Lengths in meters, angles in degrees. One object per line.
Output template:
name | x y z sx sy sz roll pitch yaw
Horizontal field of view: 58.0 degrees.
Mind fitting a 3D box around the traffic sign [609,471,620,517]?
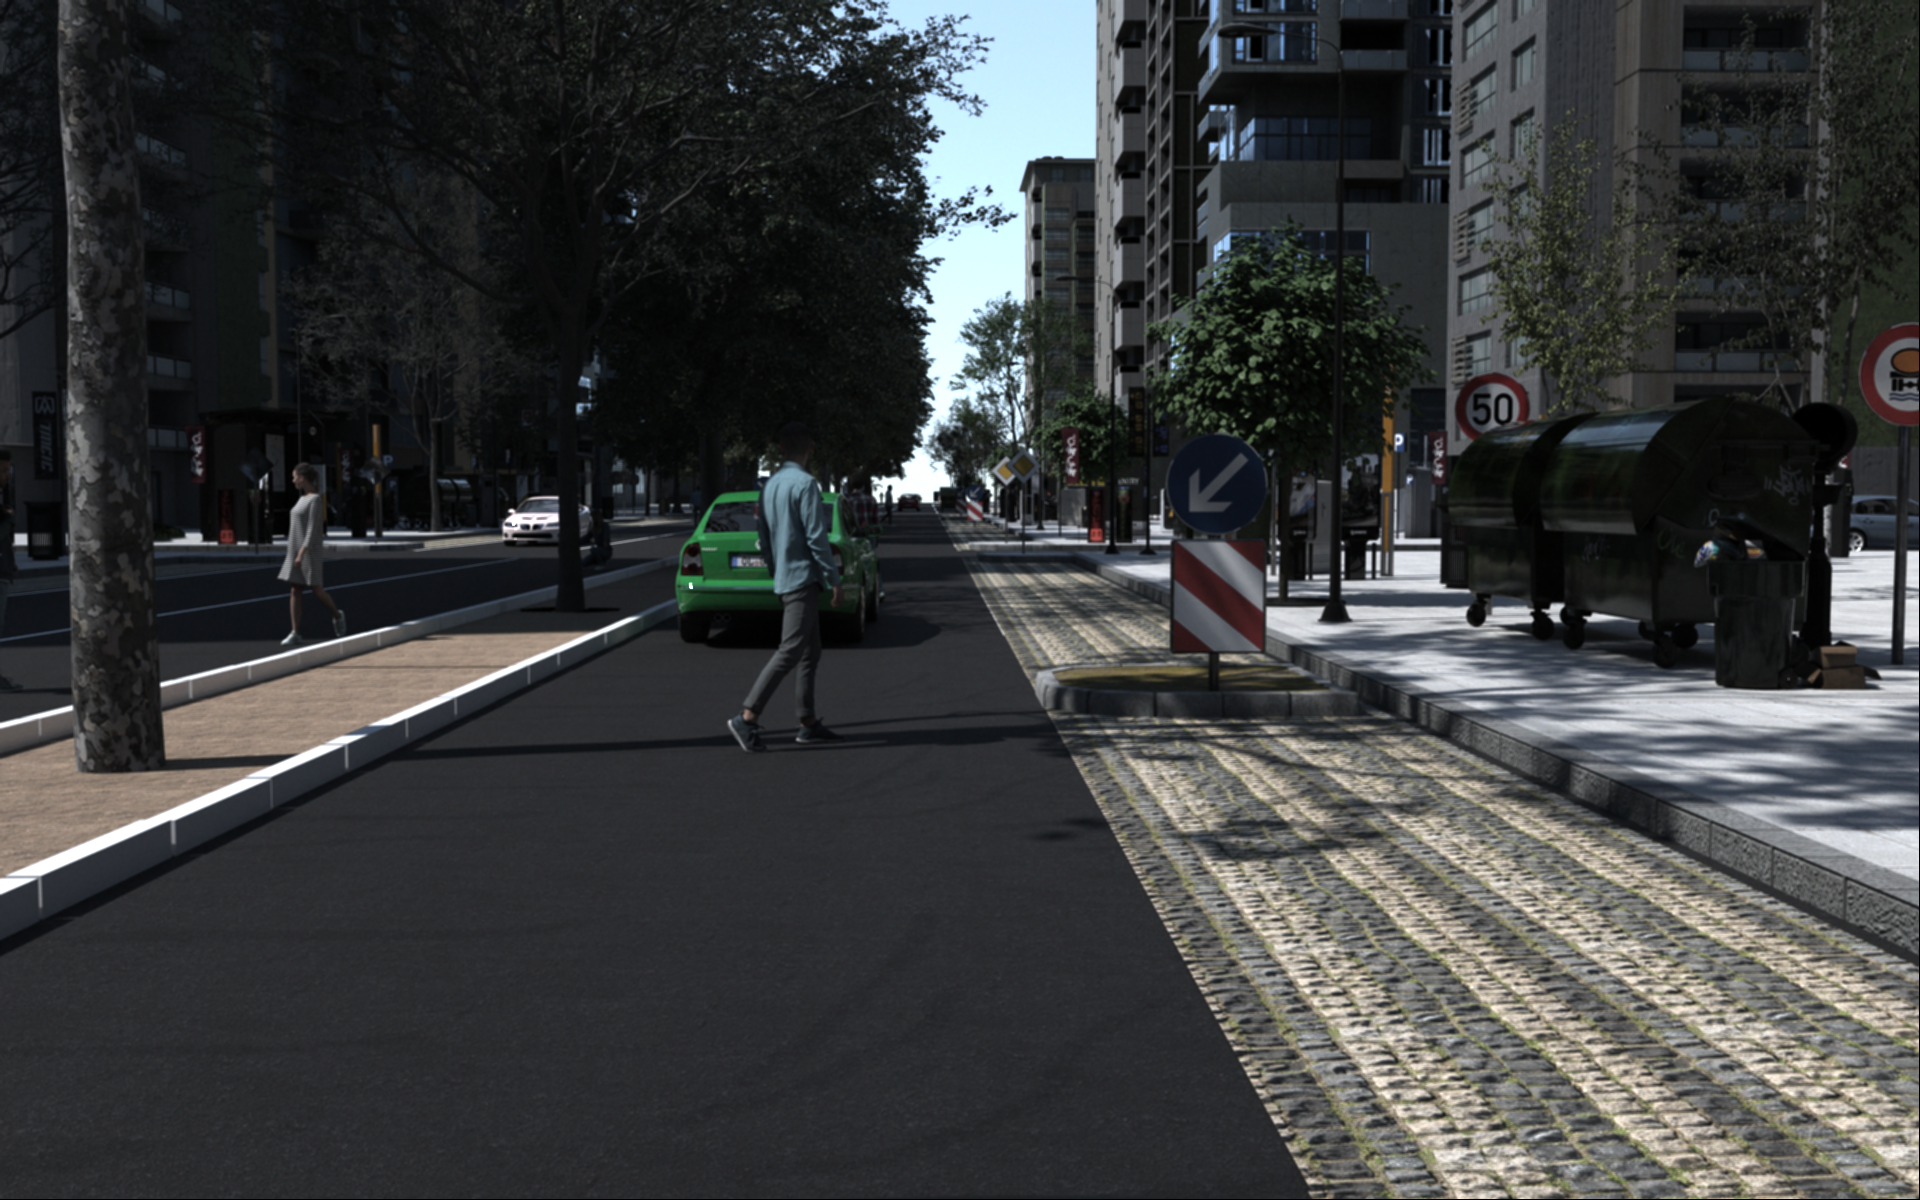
traffic sign | -18.858 -5.803 94.985 0.768 2.556 0.104 0 4 7

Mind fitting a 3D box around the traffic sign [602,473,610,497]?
traffic sign | -21.671 -6.515 106.631 0.768 2.556 0.104 0 4 2

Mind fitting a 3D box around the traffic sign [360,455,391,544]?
traffic sign | -15.136 -2.519 44.835 0.795 2.450 0.064 0 4 -1

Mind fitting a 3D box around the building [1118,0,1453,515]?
building | 22.071 -48.068 98.582 22.319 86.520 31.000 0 4 -1

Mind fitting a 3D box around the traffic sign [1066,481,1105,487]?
traffic sign | 4.664 -3.907 57.759 2.265 3.308 0.079 0 4 8

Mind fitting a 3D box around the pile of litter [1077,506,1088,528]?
pile of litter | 5.049 -3.172 65.834 1.176 0.858 1.719 0 4 4

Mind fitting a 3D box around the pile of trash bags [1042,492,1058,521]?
pile of trash bags | 4.709 -4.579 84.623 1.912 1.369 3.447 -1 4 -20

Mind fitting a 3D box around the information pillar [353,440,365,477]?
information pillar | -25.717 -5.062 74.120 0.504 3.616 0.183 -2 4 -26

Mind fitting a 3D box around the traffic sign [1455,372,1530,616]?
traffic sign | 5.585 -1.109 18.244 0.768 2.556 0.104 1 4 8

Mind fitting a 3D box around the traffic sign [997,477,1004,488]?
traffic sign | 2.391 -5.793 94.820 0.768 2.556 0.104 0 4 0

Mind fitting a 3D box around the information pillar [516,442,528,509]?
information pillar | -19.625 -5.274 77.586 0.504 3.616 0.183 -2 4 -26

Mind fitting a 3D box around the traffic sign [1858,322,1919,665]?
traffic sign | 7.063 -0.787 12.974 0.768 2.556 0.104 0 4 0

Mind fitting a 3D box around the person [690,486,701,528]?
person | -10.982 -3.892 72.474 0.601 1.785 0.444 1 4 13

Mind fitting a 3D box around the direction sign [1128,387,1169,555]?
direction sign | 3.980 -2.727 36.577 0.876 3.537 0.379 1 4 20

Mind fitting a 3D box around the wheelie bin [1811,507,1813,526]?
wheelie bin | 36.100 -3.963 72.697 0.693 1.594 0.980 3 5 43

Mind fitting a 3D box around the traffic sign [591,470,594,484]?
traffic sign | -19.563 -5.581 91.349 0.768 2.556 0.104 0 4 4

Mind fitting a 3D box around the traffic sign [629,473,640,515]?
traffic sign | -20.076 -6.507 106.495 0.768 2.556 0.104 0 4 2

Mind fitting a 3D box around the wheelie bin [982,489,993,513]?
wheelie bin | 1.736 -6.672 116.993 0.980 1.594 0.693 0 4 6

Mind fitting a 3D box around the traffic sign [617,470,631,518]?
traffic sign | -18.105 -5.705 93.386 0.768 2.556 0.104 0 4 2

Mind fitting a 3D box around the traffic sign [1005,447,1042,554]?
traffic sign | 1.361 -2.049 37.148 0.795 2.450 0.064 0 4 -1

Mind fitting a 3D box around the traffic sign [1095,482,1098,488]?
traffic sign | 4.283 -3.324 54.455 0.768 2.556 0.104 1 4 8

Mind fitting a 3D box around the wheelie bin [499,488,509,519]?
wheelie bin | -23.325 -4.897 87.976 0.693 1.594 0.980 0 4 2

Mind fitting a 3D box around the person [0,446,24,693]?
person | -7.001 -0.219 12.420 0.623 1.781 0.721 2 4 33

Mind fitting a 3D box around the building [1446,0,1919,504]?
building | 27.175 -23.281 64.232 14.086 41.232 14.154 0 4 -1

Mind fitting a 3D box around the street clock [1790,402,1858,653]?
street clock | 6.826 -0.563 13.773 0.471 2.002 0.358 3 5 45

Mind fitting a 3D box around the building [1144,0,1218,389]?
building | 23.503 -42.437 132.102 20.563 71.187 20.611 0 4 -1

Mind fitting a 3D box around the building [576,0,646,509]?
building | -41.537 -51.963 162.265 22.319 86.520 31.000 0 4 -1

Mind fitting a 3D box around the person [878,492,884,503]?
person | -12.264 -15.990 269.963 1.348 1.821 0.705 3 5 42

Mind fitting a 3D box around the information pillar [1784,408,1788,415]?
information pillar | 22.413 -3.422 47.310 0.504 3.616 0.183 -3 4 -37

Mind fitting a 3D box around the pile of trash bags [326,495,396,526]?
pile of trash bags | -24.167 -3.630 69.110 3.447 1.369 1.912 0 4 7

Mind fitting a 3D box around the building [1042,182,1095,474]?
building | 17.718 -33.383 229.410 14.154 41.232 14.086 0 4 -1

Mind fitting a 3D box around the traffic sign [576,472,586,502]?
traffic sign | -17.543 -4.759 79.936 0.606 2.300 0.079 0 4 2

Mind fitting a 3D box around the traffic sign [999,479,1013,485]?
traffic sign | 2.525 -5.778 94.576 0.768 2.556 0.104 0 4 7

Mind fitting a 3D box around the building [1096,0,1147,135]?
building | 26.865 -34.710 156.742 28.713 52.752 27.495 0 4 -1

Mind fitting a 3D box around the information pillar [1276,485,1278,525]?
information pillar | 13.524 -4.980 72.771 0.504 3.616 0.183 1 4 15

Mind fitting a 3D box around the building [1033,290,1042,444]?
building | 17.245 -28.961 245.210 14.160 30.474 14.107 0 4 -1

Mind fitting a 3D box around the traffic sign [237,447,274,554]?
traffic sign | -14.980 -2.031 36.852 0.795 2.450 0.064 0 4 -1

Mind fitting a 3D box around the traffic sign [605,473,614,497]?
traffic sign | -21.388 -6.496 106.316 0.768 2.556 0.104 0 4 2

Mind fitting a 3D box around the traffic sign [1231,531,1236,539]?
traffic sign | 4.329 -1.667 27.366 0.768 2.556 0.104 0 4 7

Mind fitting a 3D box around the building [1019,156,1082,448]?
building | 24.046 -41.387 265.919 28.713 52.752 27.495 0 4 -1

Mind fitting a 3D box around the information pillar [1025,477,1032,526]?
information pillar | 2.699 -4.006 69.982 0.304 2.012 0.304 -3 4 -36

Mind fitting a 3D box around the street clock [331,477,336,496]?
street clock | -26.668 -4.243 73.937 0.358 2.002 0.471 -1 4 -9

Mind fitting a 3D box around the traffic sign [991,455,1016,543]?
traffic sign | 1.206 -2.538 45.131 0.795 2.450 0.064 0 4 -1

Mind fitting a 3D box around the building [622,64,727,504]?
building | -42.866 -41.924 227.448 21.231 58.520 28.212 0 4 -1

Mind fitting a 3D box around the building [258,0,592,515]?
building | -41.123 -29.299 133.664 22.147 44.769 28.867 0 4 -1

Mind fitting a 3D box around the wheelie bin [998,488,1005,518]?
wheelie bin | 2.521 -5.179 92.590 0.980 1.594 0.693 -2 4 -24

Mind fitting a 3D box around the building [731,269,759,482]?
building | -39.145 -35.876 270.161 14.154 41.232 14.086 0 4 -1

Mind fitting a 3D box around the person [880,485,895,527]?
person | -3.226 -4.159 76.344 0.795 1.843 0.661 0 4 3

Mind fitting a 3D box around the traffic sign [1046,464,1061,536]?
traffic sign | 3.044 -3.220 52.649 0.884 2.594 0.081 0 4 5

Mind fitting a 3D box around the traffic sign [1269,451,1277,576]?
traffic sign | 4.929 -1.655 27.168 0.768 2.556 0.104 0 4 1

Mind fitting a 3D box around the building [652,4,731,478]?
building | -42.037 -49.737 251.448 20.563 71.187 20.611 0 4 -1

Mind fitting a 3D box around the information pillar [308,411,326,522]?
information pillar | -18.138 -3.518 48.870 0.504 3.616 0.183 1 4 20

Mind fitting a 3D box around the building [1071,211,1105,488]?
building | 18.345 -24.889 178.630 14.160 30.474 14.107 0 4 -1

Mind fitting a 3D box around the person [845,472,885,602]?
person | -1.300 -0.828 22.872 0.563 1.720 0.643 -2 4 -30

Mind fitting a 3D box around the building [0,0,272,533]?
building | -34.251 -23.081 60.975 14.154 41.232 14.086 0 4 -1
